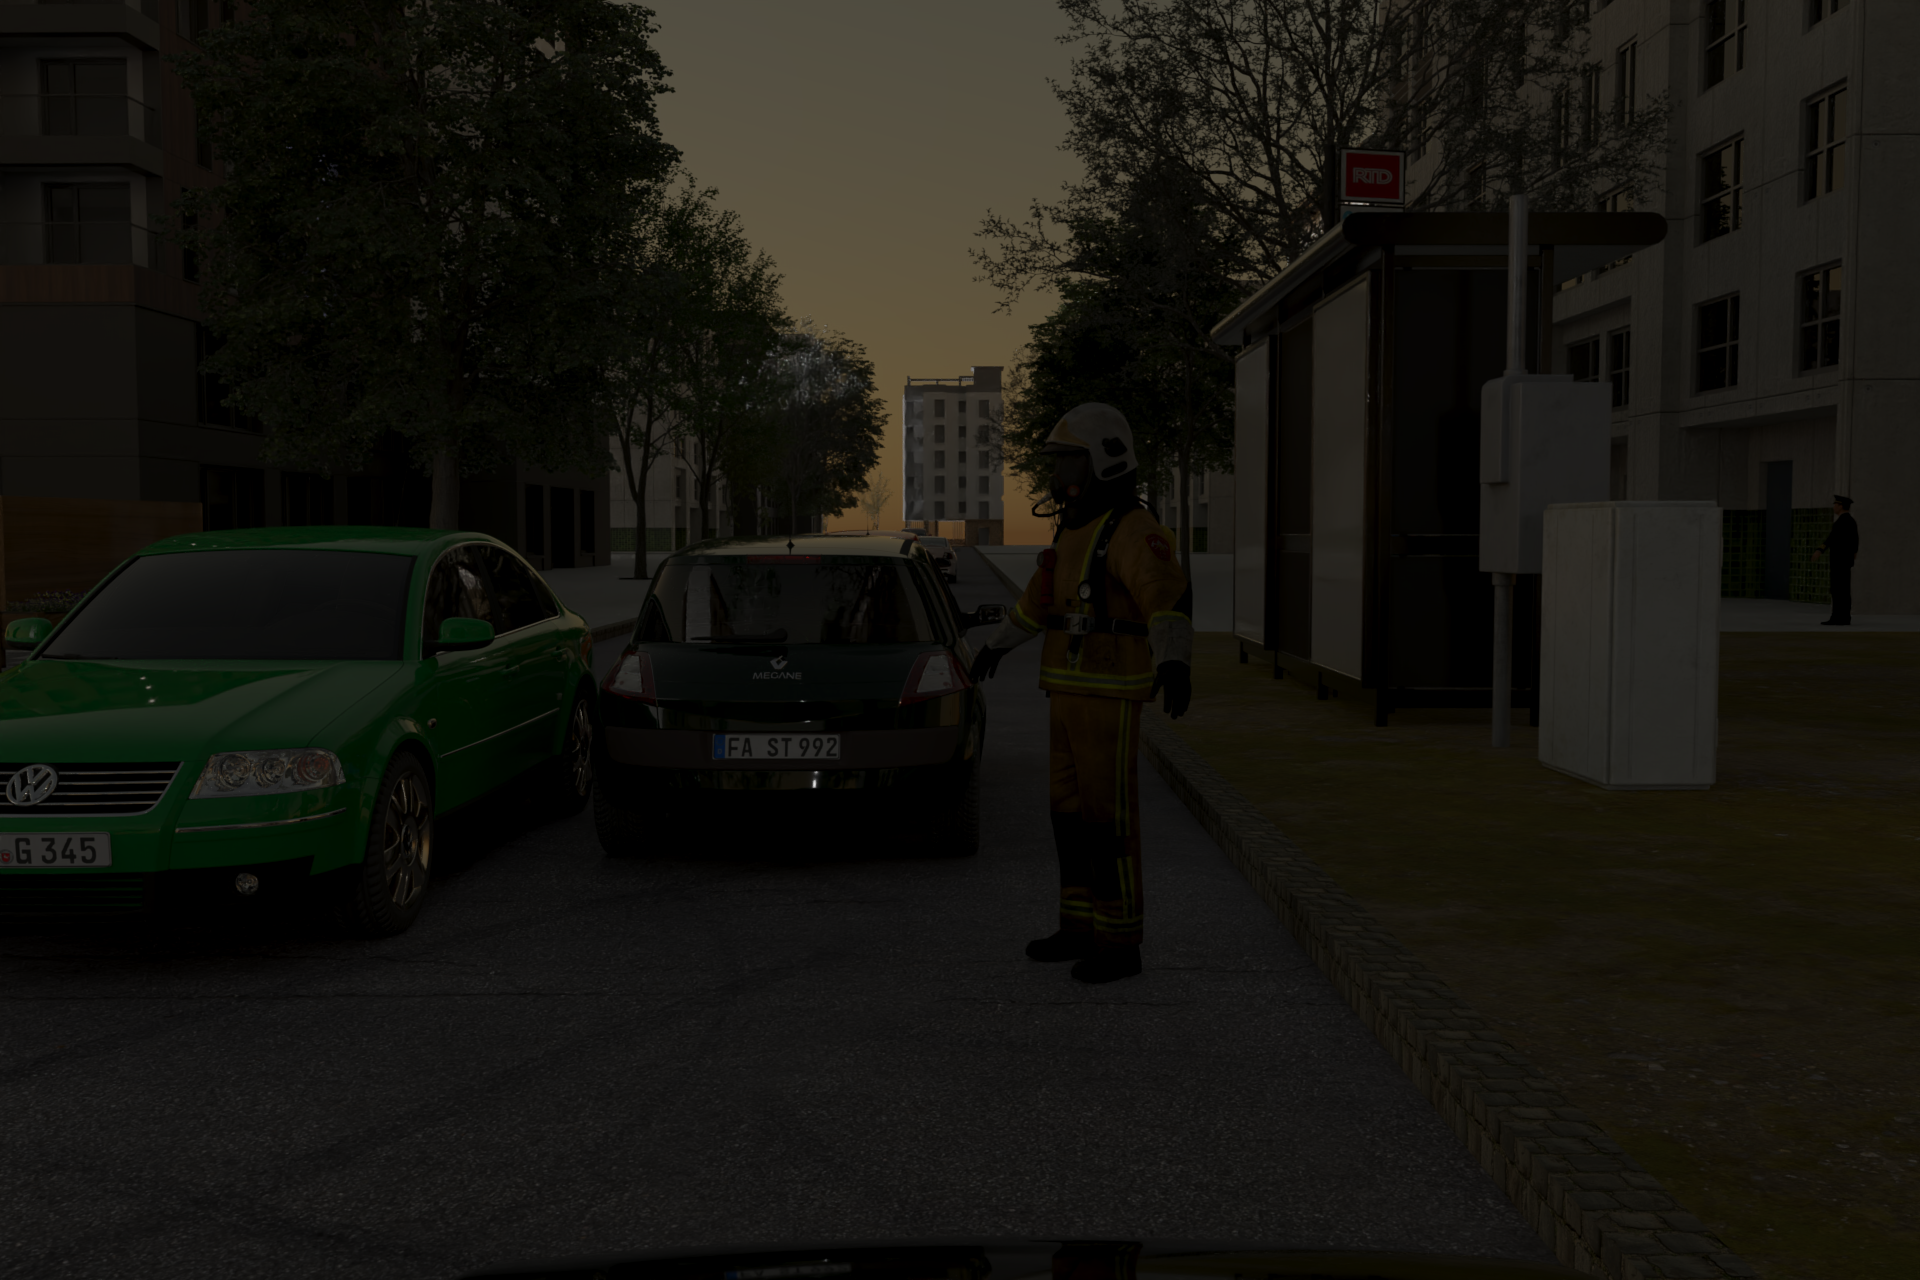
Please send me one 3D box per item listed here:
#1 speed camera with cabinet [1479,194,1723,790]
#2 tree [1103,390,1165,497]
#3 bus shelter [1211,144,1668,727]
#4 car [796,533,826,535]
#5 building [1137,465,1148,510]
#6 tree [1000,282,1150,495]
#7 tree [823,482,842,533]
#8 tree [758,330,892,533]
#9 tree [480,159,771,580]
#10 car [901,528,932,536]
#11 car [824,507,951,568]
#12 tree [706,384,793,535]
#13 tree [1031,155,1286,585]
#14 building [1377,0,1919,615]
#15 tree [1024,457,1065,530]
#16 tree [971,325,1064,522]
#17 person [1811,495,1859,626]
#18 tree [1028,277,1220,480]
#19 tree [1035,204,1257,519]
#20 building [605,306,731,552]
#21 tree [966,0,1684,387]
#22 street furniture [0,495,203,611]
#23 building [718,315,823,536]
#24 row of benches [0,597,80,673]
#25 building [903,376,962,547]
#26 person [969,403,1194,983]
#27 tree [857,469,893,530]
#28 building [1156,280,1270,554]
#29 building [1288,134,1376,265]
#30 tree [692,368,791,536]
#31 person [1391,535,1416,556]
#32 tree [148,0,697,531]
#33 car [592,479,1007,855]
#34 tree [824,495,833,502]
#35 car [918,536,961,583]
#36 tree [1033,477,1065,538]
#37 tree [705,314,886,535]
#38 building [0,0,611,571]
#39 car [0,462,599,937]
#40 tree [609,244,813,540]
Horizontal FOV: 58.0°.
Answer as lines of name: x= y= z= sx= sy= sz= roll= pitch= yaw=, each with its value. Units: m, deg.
speed camera with cabinet: x=3.476 y=-0.930 z=9.542 sx=0.660 sy=3.252 sz=2.038 roll=0 pitch=4 yaw=-2
tree: x=6.457 y=-7.325 z=70.120 sx=4.737 sy=8.622 sz=4.395 roll=0 pitch=3 yaw=0
bus shelter: x=3.570 y=-2.324 z=15.625 sx=2.179 sy=5.291 sz=8.768 roll=0 pitch=3 yaw=0
car: x=-2.311 y=-1.116 z=28.465 sx=2.015 sy=1.641 sz=3.980 roll=0 pitch=4 yaw=0
building: x=22.604 y=-14.150 z=173.502 sx=9.099 sy=9.664 sz=28.070 roll=0 pitch=3 yaw=0
tree: x=5.704 y=-9.813 z=78.573 sx=7.486 sy=12.596 sz=7.792 roll=0 pitch=3 yaw=0
tree: x=-15.403 y=-15.031 z=196.123 sx=4.737 sy=8.622 sz=4.395 roll=0 pitch=3 yaw=0
tree: x=-9.094 y=-12.403 z=109.438 sx=9.857 sy=13.997 sz=8.962 roll=0 pitch=3 yaw=0
tree: x=-9.093 y=-7.500 z=48.388 sx=9.928 sy=11.665 sz=9.643 roll=0 pitch=3 yaw=0
car: x=-2.816 y=-5.878 z=104.786 sx=2.281 sy=1.827 sz=5.304 roll=0 pitch=4 yaw=0
car: x=-1.188 y=-0.877 z=23.380 sx=2.155 sy=1.783 sz=4.494 roll=0 pitch=4 yaw=-1
tree: x=-9.507 y=-7.941 z=80.196 sx=4.737 sy=8.622 sz=4.395 roll=0 pitch=3 yaw=0
tree: x=5.189 y=-6.567 z=41.789 sx=7.601 sy=10.594 sz=8.767 roll=-1 pitch=4 yaw=-21
building: x=22.349 y=-10.775 z=42.627 sx=16.747 sy=18.905 sz=31.486 roll=0 pitch=3 yaw=0
tree: x=11.189 y=-16.832 z=200.963 sx=9.928 sy=11.665 sz=9.643 roll=0 pitch=3 yaw=0
tree: x=5.779 y=-11.393 z=96.639 sx=12.009 sy=13.543 sz=11.850 roll=0 pitch=3 yaw=0
person: x=12.384 y=-1.129 z=24.395 sx=1.347 sy=1.837 sz=0.705 roll=-3 pitch=5 yaw=-41
tree: x=5.964 y=-7.836 z=62.538 sx=7.601 sy=10.594 sz=8.767 roll=1 pitch=4 yaw=14
tree: x=6.154 y=-8.288 z=53.632 sx=7.486 sy=12.596 sz=7.792 roll=0 pitch=3 yaw=0
building: x=-29.314 y=-16.823 z=141.510 sx=16.747 sy=18.905 sz=31.486 roll=0 pitch=4 yaw=0
tree: x=5.675 y=-7.128 z=26.912 sx=12.009 sy=13.543 sz=11.850 roll=0 pitch=3 yaw=0
street furniture: x=-11.867 y=-1.010 z=23.373 sx=9.812 sy=1.723 sz=11.010 roll=0 pitch=4 yaw=3
building: x=-29.081 y=-20.221 z=174.583 sx=27.936 sy=21.610 sz=32.646 roll=0 pitch=4 yaw=0
row of benches: x=-9.358 y=-0.002 z=15.503 sx=1.422 sy=0.672 sz=4.104 roll=2 pitch=4 yaw=24
building: x=-6.169 y=-20.810 z=199.112 sx=11.380 sy=20.090 sz=16.016 roll=0 pitch=4 yaw=-3
person: x=0.419 y=0.156 z=5.680 sx=0.705 sy=1.858 sz=1.354 roll=-2 pitch=4 yaw=-25
tree: x=-9.093 y=-14.984 z=195.355 sx=4.360 sy=8.622 sz=3.978 roll=0 pitch=3 yaw=0
building: x=24.622 y=-16.071 z=129.218 sx=16.747 sy=18.905 sz=31.486 roll=0 pitch=4 yaw=0
building: x=25.256 y=-14.980 z=75.858 sx=19.493 sy=23.208 sz=18.063 roll=0 pitch=4 yaw=0
tree: x=-9.297 y=-7.440 z=72.008 sx=4.737 sy=8.622 sz=4.395 roll=0 pitch=3 yaw=0
person: x=10.186 y=-2.097 z=40.412 sx=1.347 sy=1.817 sz=0.704 roll=1 pitch=4 yaw=20
tree: x=-9.235 y=-7.606 z=31.022 sx=9.857 sy=13.997 sz=8.962 roll=0 pitch=3 yaw=0
car: x=-0.745 y=0.041 z=9.122 sx=2.009 sy=1.686 sz=4.222 roll=0 pitch=4 yaw=0
tree: x=-15.912 y=-15.345 z=201.257 sx=4.360 sy=8.622 sz=3.978 roll=0 pitch=3 yaw=0
car: x=-1.016 y=-2.410 z=51.771 sx=2.083 sy=1.381 sz=4.827 roll=0 pitch=3 yaw=0
tree: x=10.726 y=-14.884 z=193.723 sx=4.360 sy=8.622 sz=3.978 roll=0 pitch=3 yaw=0
tree: x=-9.271 y=-11.418 z=97.058 sx=12.009 sy=13.543 sz=11.850 roll=0 pitch=3 yaw=0
building: x=-28.508 y=-12.873 z=54.457 sx=27.936 sy=21.610 sz=32.646 roll=0 pitch=4 yaw=1
car: x=-2.831 y=0.075 z=7.567 sx=1.959 sy=1.807 sz=4.718 roll=0 pitch=4 yaw=1
tree: x=-9.046 y=-8.306 z=61.560 sx=9.928 sy=11.665 sz=9.643 roll=0 pitch=3 yaw=0
